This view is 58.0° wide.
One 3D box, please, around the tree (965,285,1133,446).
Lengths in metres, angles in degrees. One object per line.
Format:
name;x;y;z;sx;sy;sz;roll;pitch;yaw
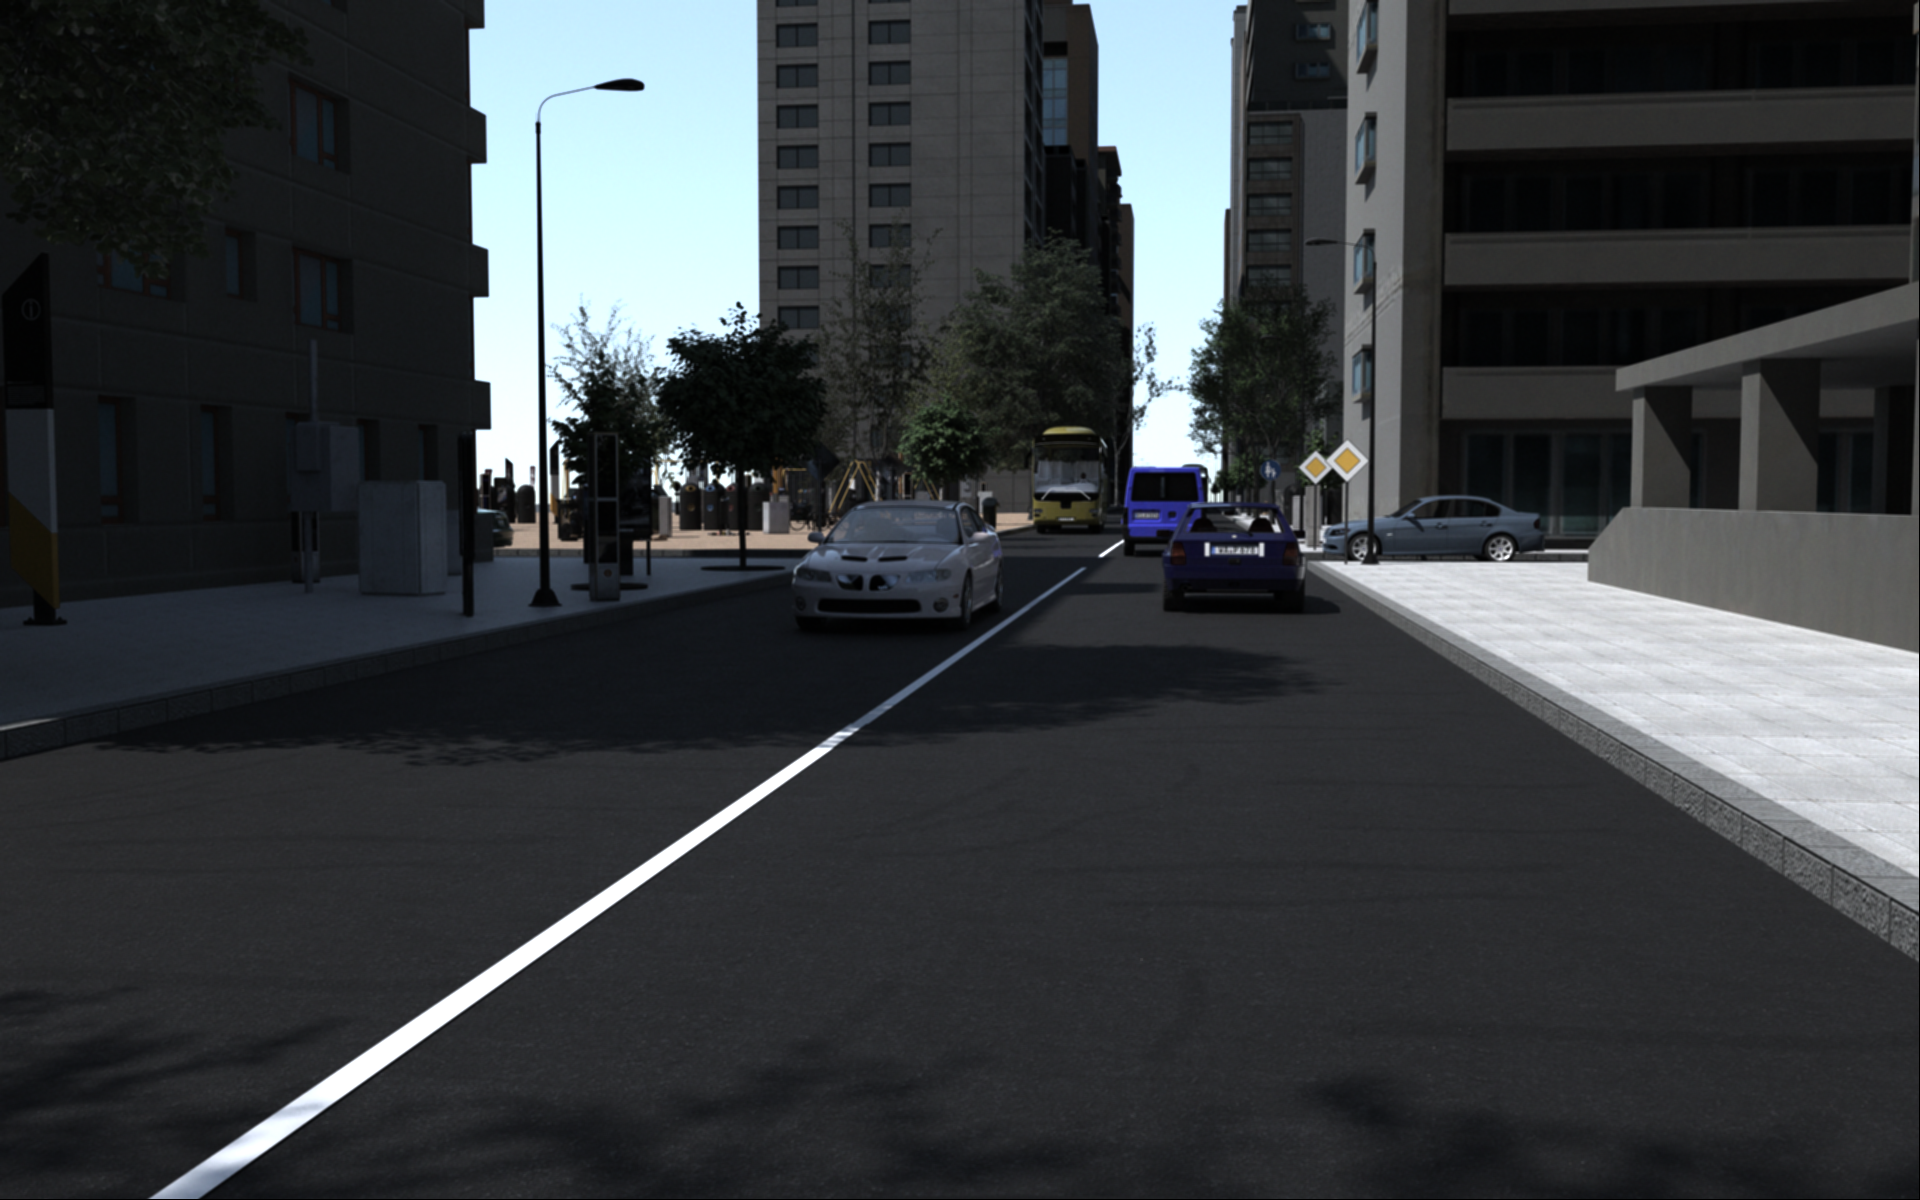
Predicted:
tree;4.844;-11.448;97.545;12.009;13.543;11.850;0;3;0

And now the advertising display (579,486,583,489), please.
advertising display;-18.552;-4.952;86.185;0.974;1.923;0.123;2;4;29

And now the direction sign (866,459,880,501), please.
direction sign;-5.641;-7.362;112.363;0.876;3.537;0.379;0;4;8

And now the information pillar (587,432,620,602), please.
information pillar;-4.273;-0.996;20.772;0.304;2.012;0.304;-2;4;-28

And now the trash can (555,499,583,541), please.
trash can;-10.679;-2.181;47.309;0.748;1.137;0.748;0;3;0

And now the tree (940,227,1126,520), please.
tree;3.684;-10.891;84.720;9.857;13.997;8.962;0;3;0

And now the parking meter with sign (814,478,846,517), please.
parking meter with sign;-7.147;-6.060;95.336;1.738;3.016;0.543;0;4;-6

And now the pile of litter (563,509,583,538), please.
pile of litter;-10.885;-2.213;50.147;1.176;0.858;1.719;3;5;44

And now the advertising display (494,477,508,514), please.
advertising display;-17.796;-3.787;67.127;0.123;1.923;0.974;1;4;9

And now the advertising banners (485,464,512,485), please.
advertising banners;-26.880;-6.425;101.236;0.090;3.025;2.074;2;4;27

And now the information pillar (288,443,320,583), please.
information pillar;-9.454;-1.253;24.976;0.304;2.012;0.304;3;5;44

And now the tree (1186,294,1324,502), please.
tree;15.404;-10.087;90.672;9.928;11.665;9.643;0;3;0

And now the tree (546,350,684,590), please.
tree;-4.878;-1.768;23.501;1.663;3.219;1.824;0;3;0

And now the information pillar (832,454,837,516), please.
information pillar;-7.419;-6.780;102.213;0.183;3.616;0.504;1;4;15

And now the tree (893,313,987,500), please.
tree;-0.809;-7.373;70.909;4.737;8.622;4.395;0;3;0

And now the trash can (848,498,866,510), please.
trash can;-4.004;-3.416;67.497;0.748;1.137;0.748;0;3;0

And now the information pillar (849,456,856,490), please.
information pillar;-5.945;-6.400;95.991;0.183;3.616;0.504;-3;4;-38

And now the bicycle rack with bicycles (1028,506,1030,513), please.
bicycle rack with bicycles;5.935;-5.666;106.029;2.925;0.926;2.852;2;4;27

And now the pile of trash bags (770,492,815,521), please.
pile of trash bags;-8.579;-4.558;84.281;1.912;1.369;3.447;-3;5;-41

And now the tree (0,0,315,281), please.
tree;-6.381;-5.654;10.567;7.486;12.596;7.792;0;3;0

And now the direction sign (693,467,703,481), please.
direction sign;-16.154;-7.028;106.907;0.876;3.537;0.379;3;4;36

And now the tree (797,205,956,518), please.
tree;-2.126;-5.780;44.857;4.360;8.622;3.978;0;3;0

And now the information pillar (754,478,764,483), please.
information pillar;-8.365;-4.933;72.015;0.504;3.616;0.183;2;4;29

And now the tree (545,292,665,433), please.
tree;-13.292;-6.967;64.267;4.360;8.622;3.978;0;3;0

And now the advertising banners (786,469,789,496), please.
advertising banners;-7.577;-4.893;76.195;0.090;3.025;2.074;0;4;-4

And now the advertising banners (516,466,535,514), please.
advertising banners;-27.093;-6.835;107.937;2.074;3.025;0.090;3;5;39

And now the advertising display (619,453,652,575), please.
advertising display;-5.349;-1.351;27.297;0.974;1.923;0.123;-1;4;-15

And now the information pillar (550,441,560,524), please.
information pillar;-17.453;-5.093;74.617;0.183;3.616;0.504;2;4;32

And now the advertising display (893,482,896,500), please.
advertising display;-3.043;-4.581;80.107;0.123;1.923;0.974;0;4;1

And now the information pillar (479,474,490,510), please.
information pillar;-17.188;-3.559;62.681;0.304;2.012;0.304;-2;4;-31

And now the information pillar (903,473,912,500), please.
information pillar;-1.835;-3.414;60.305;0.304;2.012;0.304;0;4;-8

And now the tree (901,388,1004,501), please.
tree;-0.455;-4.275;53.609;4.285;4.588;4.351;0;3;0

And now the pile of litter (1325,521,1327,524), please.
pile of litter;16.342;-3.718;74.750;1.719;0.858;1.176;-1;4;-14

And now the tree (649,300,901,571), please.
tree;-3.703;-2.804;29.557;4.285;4.588;4.351;0;3;0

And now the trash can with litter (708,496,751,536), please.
trash can with litter;-7.102;-2.641;54.237;1.678;1.210;2.233;1;4;20

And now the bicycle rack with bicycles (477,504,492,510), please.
bicycle rack with bicycles;-20.898;-3.693;73.768;2.852;0.926;2.925;0;4;-5

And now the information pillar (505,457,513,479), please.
information pillar;-28.564;-7.242;109.757;0.504;3.616;0.183;0;4;0

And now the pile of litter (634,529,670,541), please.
pile of litter;-8.613;-2.078;47.936;1.176;0.858;1.719;0;4;5

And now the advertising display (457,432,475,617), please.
advertising display;-5.262;-0.811;18.467;0.123;1.923;0.974;-1;4;-18

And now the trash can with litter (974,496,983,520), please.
trash can with litter;0.861;-4.590;86.105;1.678;1.210;2.233;-1;4;-21

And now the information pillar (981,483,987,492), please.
information pillar;1.573;-6.650;113.221;0.304;2.012;0.304;1;4;17

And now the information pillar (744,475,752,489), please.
information pillar;-8.187;-3.789;66.434;0.304;2.012;0.304;2;4;35

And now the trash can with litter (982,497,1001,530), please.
trash can with litter;1.049;-3.043;61.138;0.624;1.170;1.055;1;4;11

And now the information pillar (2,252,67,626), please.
information pillar;-9.059;-1.563;16.903;0.504;3.616;0.183;1;4;12

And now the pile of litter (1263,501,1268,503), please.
pile of litter;18.912;-5.679;106.814;1.719;0.858;1.176;1;4;10

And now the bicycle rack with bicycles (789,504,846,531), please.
bicycle rack with bicycles;-4.520;-2.897;60.744;2.925;0.926;2.852;-1;4;-9
